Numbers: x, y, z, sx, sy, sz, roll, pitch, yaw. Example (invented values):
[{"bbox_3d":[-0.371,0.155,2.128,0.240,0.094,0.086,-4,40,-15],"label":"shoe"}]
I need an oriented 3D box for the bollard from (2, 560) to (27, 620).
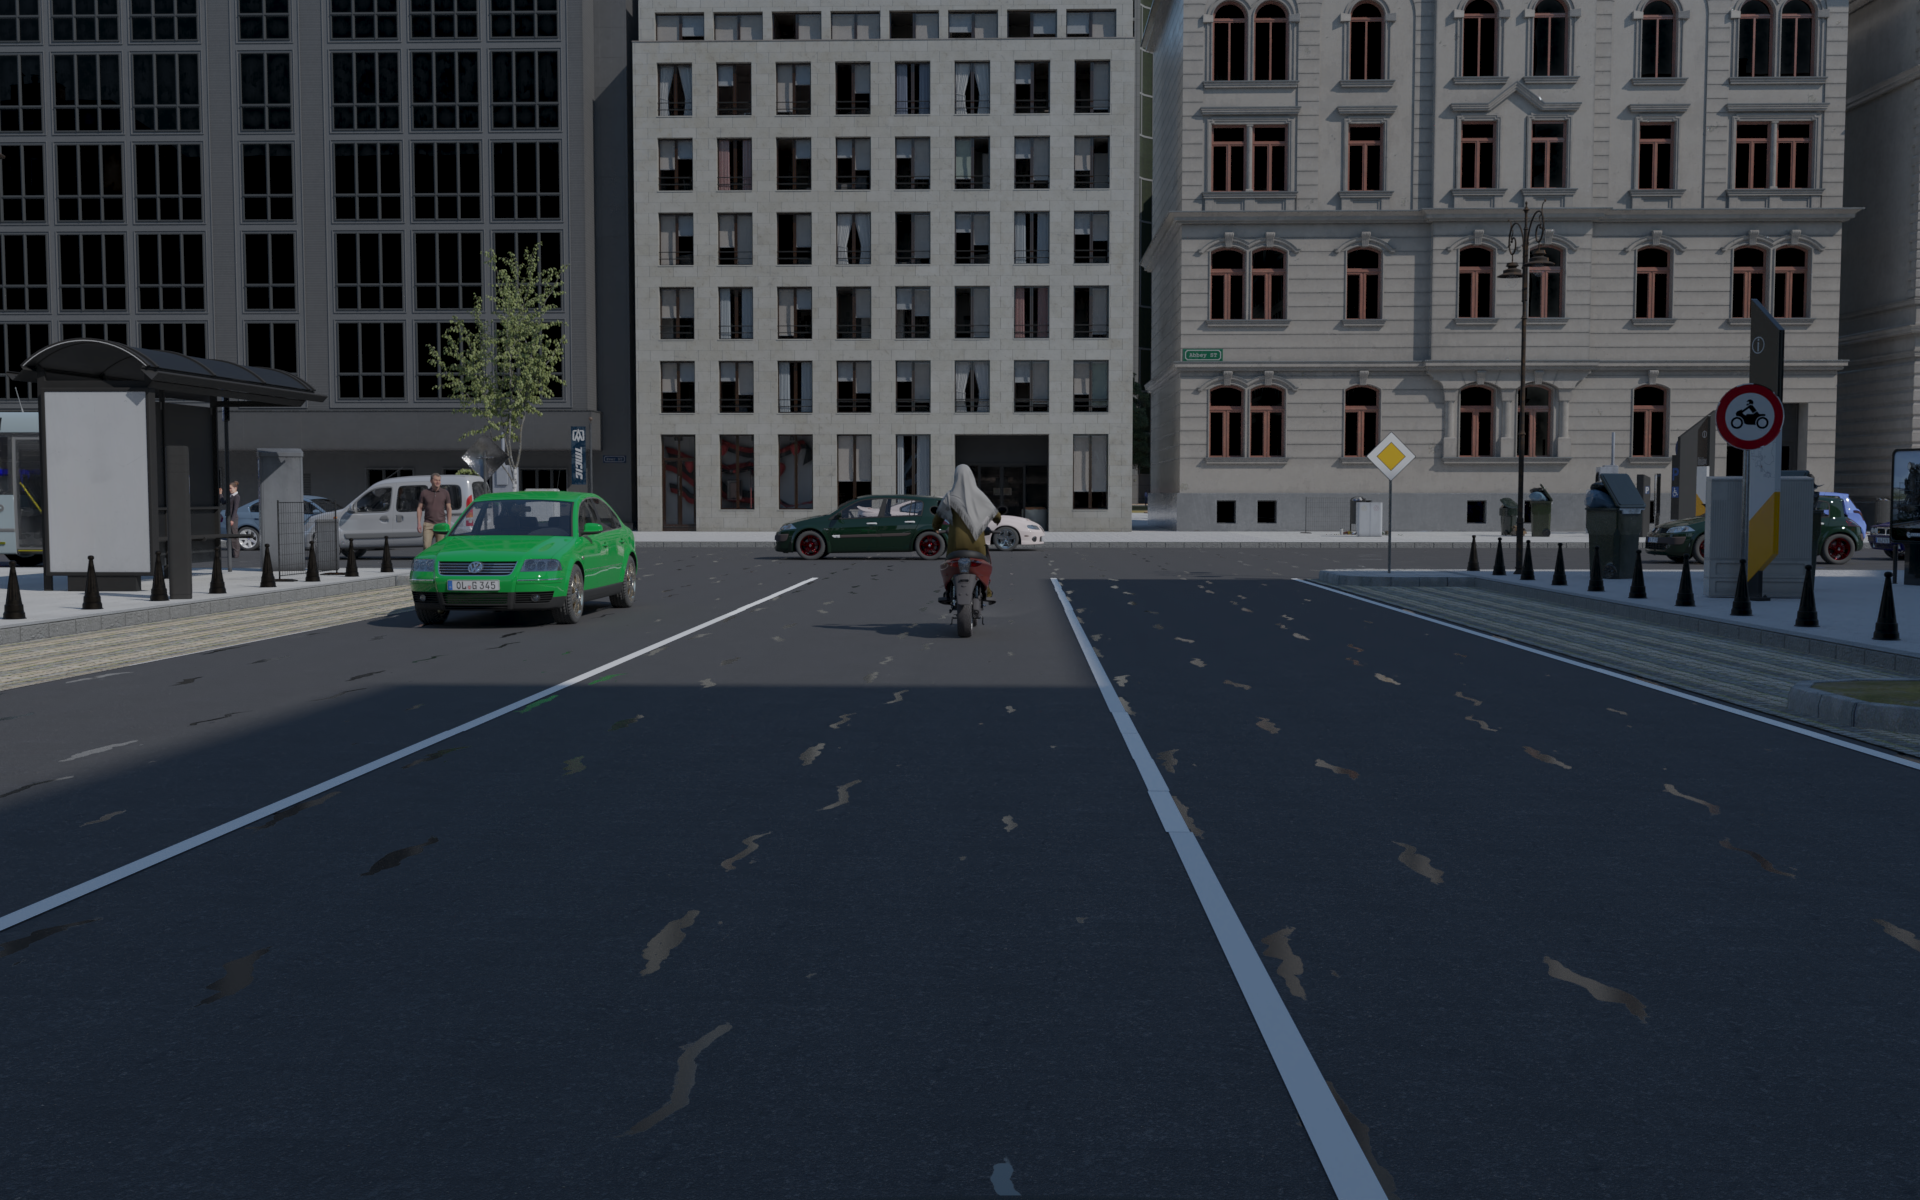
[{"bbox_3d":[-9.714,-0.106,17.772,0.229,0.601,0.229,0,3,0],"label":"bollard"}]

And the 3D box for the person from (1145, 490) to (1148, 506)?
[{"bbox_3d":[20.725,-11.201,191.512,0.599,1.838,0.709,0,4,8],"label":"person"}]

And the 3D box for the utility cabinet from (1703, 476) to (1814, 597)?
[{"bbox_3d":[9.863,-0.778,21.402,1.173,1.500,0.318,1,4,10],"label":"utility cabinet"}]

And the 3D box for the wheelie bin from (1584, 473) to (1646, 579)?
[{"bbox_3d":[9.926,-1.129,26.359,0.980,1.594,0.693,-2,4,-31],"label":"wheelie bin"}]

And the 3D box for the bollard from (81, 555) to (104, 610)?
[{"bbox_3d":[-9.668,-0.198,19.282,0.229,0.601,0.229,0,3,0],"label":"bollard"}]

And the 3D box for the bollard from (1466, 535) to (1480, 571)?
[{"bbox_3d":[8.567,-0.786,28.886,0.229,0.601,0.229,0,3,0],"label":"bollard"}]

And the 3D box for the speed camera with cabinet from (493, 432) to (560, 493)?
[{"bbox_3d":[-13.967,-3.758,55.781,2.038,3.252,0.660,0,4,6],"label":"speed camera with cabinet"}]

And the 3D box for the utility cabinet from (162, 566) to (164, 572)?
[{"bbox_3d":[-13.371,-1.050,28.334,0.306,1.237,1.020,3,5,44],"label":"utility cabinet"}]

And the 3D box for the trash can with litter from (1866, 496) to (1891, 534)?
[{"bbox_3d":[29.407,-2.749,56.005,2.233,1.210,1.678,-1,4,-8],"label":"trash can with litter"}]

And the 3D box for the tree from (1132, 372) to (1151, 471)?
[{"bbox_3d":[14.159,-15.715,164.371,7.806,13.903,7.818,0,3,0],"label":"tree"}]

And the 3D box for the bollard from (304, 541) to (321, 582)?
[{"bbox_3d":[-9.482,-0.570,25.354,0.229,0.601,0.229,0,3,0],"label":"bollard"}]

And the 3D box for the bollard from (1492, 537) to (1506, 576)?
[{"bbox_3d":[8.525,-0.693,27.365,0.229,0.601,0.229,0,3,0],"label":"bollard"}]

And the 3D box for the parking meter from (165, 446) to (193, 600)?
[{"bbox_3d":[-9.563,-0.948,21.207,0.255,1.863,0.399,-1,4,-23],"label":"parking meter"}]

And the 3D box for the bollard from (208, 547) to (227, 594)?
[{"bbox_3d":[-9.575,-0.384,22.320,0.229,0.601,0.229,0,3,0],"label":"bollard"}]

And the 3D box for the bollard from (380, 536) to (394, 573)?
[{"bbox_3d":[-9.393,-0.754,28.374,0.229,0.601,0.229,0,3,0],"label":"bollard"}]

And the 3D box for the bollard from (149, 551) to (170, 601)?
[{"bbox_3d":[-9.621,-0.291,20.792,0.229,0.601,0.229,0,3,0],"label":"bollard"}]

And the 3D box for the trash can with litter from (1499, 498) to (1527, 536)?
[{"bbox_3d":[17.088,-2.566,53.339,0.624,1.170,1.055,-1,4,-18],"label":"trash can with litter"}]

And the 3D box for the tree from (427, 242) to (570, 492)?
[{"bbox_3d":[-13.211,-6.137,50.710,4.737,8.622,4.395,0,3,0],"label":"tree"}]

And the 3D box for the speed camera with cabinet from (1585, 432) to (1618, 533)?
[{"bbox_3d":[20.818,-3.784,56.202,0.660,3.252,2.038,1,4,9],"label":"speed camera with cabinet"}]

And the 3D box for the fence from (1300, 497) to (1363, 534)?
[{"bbox_3d":[12.270,-2.788,56.795,2.264,1.192,0.480,-1,4,-19],"label":"fence"}]

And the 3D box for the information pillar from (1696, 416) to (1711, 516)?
[{"bbox_3d":[22.283,-3.705,51.927,0.183,3.616,0.504,-1,4,-12],"label":"information pillar"}]

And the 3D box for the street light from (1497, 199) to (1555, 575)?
[{"bbox_3d":[8.942,-3.348,27.523,0.468,5.910,1.993,0,4,2],"label":"street light"}]

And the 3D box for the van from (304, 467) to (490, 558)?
[{"bbox_3d":[-12.409,-1.905,38.155,4.112,2.044,2.013,0,4,4],"label":"van"}]

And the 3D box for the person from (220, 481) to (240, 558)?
[{"bbox_3d":[-16.510,-1.818,39.022,0.742,1.727,0.445,1,4,17],"label":"person"}]

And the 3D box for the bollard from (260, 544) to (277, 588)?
[{"bbox_3d":[-9.528,-0.476,23.830,0.229,0.601,0.229,0,3,0],"label":"bollard"}]

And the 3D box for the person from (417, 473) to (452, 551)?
[{"bbox_3d":[-9.508,-1.386,31.295,0.598,1.807,0.434,0,4,-8],"label":"person"}]

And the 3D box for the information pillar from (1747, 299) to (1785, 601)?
[{"bbox_3d":[9.599,-1.795,20.696,0.183,3.616,0.504,-1,4,-17],"label":"information pillar"}]

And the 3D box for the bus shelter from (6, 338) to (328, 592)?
[{"bbox_3d":[-11.278,-1.916,25.253,2.014,3.302,5.546,0,4,2],"label":"bus shelter"}]

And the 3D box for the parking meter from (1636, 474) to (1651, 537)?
[{"bbox_3d":[20.233,-2.788,51.297,0.399,1.863,0.255,-3,4,-37],"label":"parking meter"}]

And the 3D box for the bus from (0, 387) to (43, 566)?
[{"bbox_3d":[-21.544,-2.374,33.683,13.247,3.499,2.948,0,4,0],"label":"bus"}]

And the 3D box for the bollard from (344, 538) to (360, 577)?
[{"bbox_3d":[-9.438,-0.662,26.864,0.229,0.601,0.229,0,3,0],"label":"bollard"}]

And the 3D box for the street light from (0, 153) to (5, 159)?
[{"bbox_3d":[-10.241,-2.732,17.457,0.468,5.910,1.993,0,4,2],"label":"street light"}]

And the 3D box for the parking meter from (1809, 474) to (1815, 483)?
[{"bbox_3d":[24.443,-2.705,49.931,0.255,1.863,0.399,3,4,39],"label":"parking meter"}]

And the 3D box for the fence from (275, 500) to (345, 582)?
[{"bbox_3d":[-9.917,-0.927,26.364,0.480,1.192,2.264,0,4,2],"label":"fence"}]
